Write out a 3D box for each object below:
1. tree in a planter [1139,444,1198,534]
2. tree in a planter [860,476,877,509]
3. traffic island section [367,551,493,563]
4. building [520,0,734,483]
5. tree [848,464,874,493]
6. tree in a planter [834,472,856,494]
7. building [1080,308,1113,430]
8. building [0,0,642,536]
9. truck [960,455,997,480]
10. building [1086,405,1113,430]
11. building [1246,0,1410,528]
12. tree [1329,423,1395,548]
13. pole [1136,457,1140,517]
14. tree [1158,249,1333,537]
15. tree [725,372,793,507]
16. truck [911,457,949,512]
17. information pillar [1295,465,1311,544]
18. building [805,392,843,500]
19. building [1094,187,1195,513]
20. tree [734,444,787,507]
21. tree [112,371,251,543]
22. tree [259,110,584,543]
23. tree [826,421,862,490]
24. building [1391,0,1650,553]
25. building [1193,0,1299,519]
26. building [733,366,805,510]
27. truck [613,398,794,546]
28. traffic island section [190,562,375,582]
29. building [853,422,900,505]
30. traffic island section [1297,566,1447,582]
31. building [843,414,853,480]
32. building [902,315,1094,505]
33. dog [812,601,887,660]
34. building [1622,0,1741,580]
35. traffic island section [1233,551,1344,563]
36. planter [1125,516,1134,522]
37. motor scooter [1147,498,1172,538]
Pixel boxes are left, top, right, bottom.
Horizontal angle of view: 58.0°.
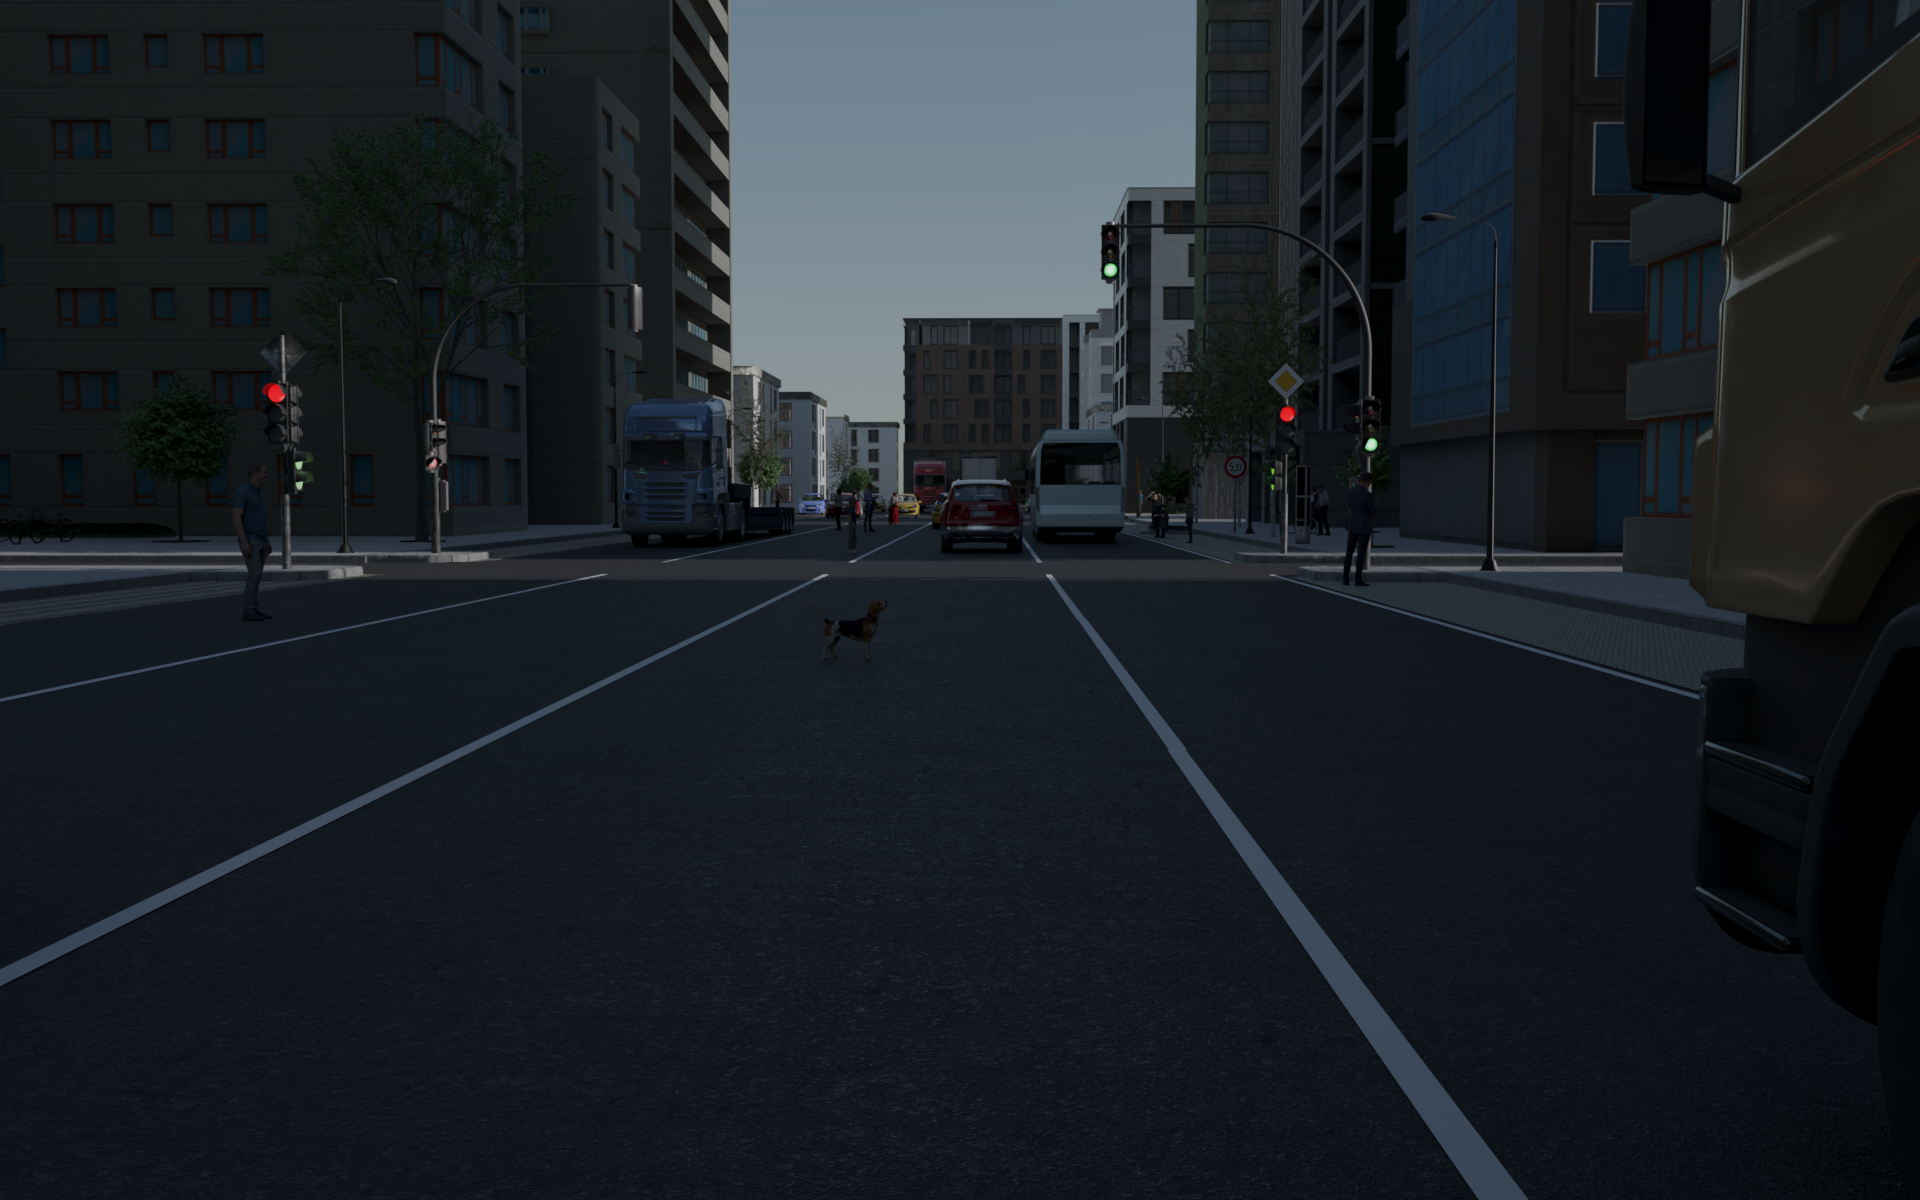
[{"bbox_3d":[7.420,-3.955,61.879,1.991,3.239,1.994,0,4,1],"label":"tree in a planter"},{"bbox_3d":[-8.822,-10.339,166.269,1.991,3.239,1.994,0,4,1],"label":"tree in a planter"},{"bbox_3d":[-11.403,-0.939,37.640,2.009,0.180,2.903,0,4,1],"label":"traffic island section"},{"bbox_3d":[-25.317,-29.090,99.322,21.300,48.544,21.600,0,4,1],"label":"building"},{"bbox_3d":[-11.114,-12.614,189.958,4.285,4.588,4.351,0,3,0],"label":"tree"},{"bbox_3d":[-9.288,-8.692,139.329,1.991,3.239,1.994,0,4,1],"label":"tree in a planter"},{"bbox_3d":[20.731,-19.902,181.819,16.016,20.091,11.380,0,4,1],"label":"building"},{"bbox_3d":[-28.916,-13.538,66.393,27.650,21.520,28.899,0,4,1],"label":"building"},{"bbox_3d":[1.423,-8.672,130.706,2.839,4.237,11.283,0,3,0],"label":"truck"},{"bbox_3d":[17.136,-13.478,162.510,9.099,9.664,28.070,0,4,1],"label":"building"},{"bbox_3d":[23.350,-38.529,68.196,20.563,71.187,20.611,0,4,1],"label":"building"},{"bbox_3d":[9.992,-2.875,41.609,1.663,3.219,1.824,0,3,0],"label":"tree"},{"bbox_3d":[9.864,-6.236,95.799,0.158,3.312,0.155,0,3,0],"label":"pole"},{"bbox_3d":[9.121,-6.166,51.170,4.737,8.622,4.395,0,3,0],"label":"tree"},{"bbox_3d":[-12.236,-9.426,104.474,4.360,8.622,3.978,0,3,0],"label":"tree"},{"bbox_3d":[-2.343,-8.928,134.882,2.839,4.237,11.283,0,4,-1],"label":"truck"},{"bbox_3d":[8.832,-2.451,44.567,0.304,2.012,0.304,2,4,35],"label":"information pillar"},{"bbox_3d":[-16.498,-13.078,155.964,9.099,9.664,28.070,0,4,1],"label":"building"},{"bbox_3d":[25.384,-17.598,131.694,27.936,21.610,32.646,0,4,1],"label":"building"},{"bbox_3d":[-12.508,-7.644,108.696,4.285,4.588,4.351,0,3,0],"label":"tree"},{"bbox_3d":[-20.822,-3.832,46.362,4.285,4.588,4.351,0,3,0],"label":"tree"},{"bbox_3d":[-14.217,-7.352,45.961,9.928,11.665,9.643,0,3,0],"label":"tree"},{"bbox_3d":[-12.093,-13.796,175.930,4.360,8.622,3.978,0,3,0],"label":"tree"},{"bbox_3d":[19.668,-24.032,43.030,14.200,45.320,14.600,0,4,1],"label":"building"},{"bbox_3d":[19.682,-25.131,94.479,14.154,41.232,14.086,0,4,1],"label":"building"},{"bbox_3d":[-17.664,-11.326,127.329,9.099,9.664,28.070,0,4,1],"label":"building"},{"bbox_3d":[-7.585,-3.966,54.606,2.967,4.110,18.799,0,4,2],"label":"truck"},{"bbox_3d":[-11.543,-0.451,29.656,2.009,0.180,2.903,0,4,1],"label":"traffic island section"},{"bbox_3d":[-21.259,-15.894,202.015,28.070,9.664,9.099,0,4,1],"label":"building"},{"bbox_3d":[6.855,-0.431,29.330,2.009,0.180,2.903,0,4,1],"label":"traffic island section"},{"bbox_3d":[-26.059,-14.765,183.553,28.070,9.664,9.099,0,4,1],"label":"building"},{"bbox_3d":[9.836,-22.463,211.237,32.646,21.610,27.936,0,4,1],"label":"building"},{"bbox_3d":[-0.955,0.258,15.072,0.540,0.507,0.406,-2,4,-33],"label":"dog"},{"bbox_3d":[24.492,-10.288,13.241,27.650,21.520,28.899,0,4,1],"label":"building"},{"bbox_3d":[6.995,-0.919,37.314,2.009,0.180,2.903,0,4,1],"label":"traffic island section"},{"bbox_3d":[7.903,-4.169,89.309,1.991,0.319,1.994,0,4,1],"label":"planter"},{"bbox_3d":[6.520,-2.673,56.477,0.815,1.314,1.986,0,4,0],"label":"motor scooter"}]
